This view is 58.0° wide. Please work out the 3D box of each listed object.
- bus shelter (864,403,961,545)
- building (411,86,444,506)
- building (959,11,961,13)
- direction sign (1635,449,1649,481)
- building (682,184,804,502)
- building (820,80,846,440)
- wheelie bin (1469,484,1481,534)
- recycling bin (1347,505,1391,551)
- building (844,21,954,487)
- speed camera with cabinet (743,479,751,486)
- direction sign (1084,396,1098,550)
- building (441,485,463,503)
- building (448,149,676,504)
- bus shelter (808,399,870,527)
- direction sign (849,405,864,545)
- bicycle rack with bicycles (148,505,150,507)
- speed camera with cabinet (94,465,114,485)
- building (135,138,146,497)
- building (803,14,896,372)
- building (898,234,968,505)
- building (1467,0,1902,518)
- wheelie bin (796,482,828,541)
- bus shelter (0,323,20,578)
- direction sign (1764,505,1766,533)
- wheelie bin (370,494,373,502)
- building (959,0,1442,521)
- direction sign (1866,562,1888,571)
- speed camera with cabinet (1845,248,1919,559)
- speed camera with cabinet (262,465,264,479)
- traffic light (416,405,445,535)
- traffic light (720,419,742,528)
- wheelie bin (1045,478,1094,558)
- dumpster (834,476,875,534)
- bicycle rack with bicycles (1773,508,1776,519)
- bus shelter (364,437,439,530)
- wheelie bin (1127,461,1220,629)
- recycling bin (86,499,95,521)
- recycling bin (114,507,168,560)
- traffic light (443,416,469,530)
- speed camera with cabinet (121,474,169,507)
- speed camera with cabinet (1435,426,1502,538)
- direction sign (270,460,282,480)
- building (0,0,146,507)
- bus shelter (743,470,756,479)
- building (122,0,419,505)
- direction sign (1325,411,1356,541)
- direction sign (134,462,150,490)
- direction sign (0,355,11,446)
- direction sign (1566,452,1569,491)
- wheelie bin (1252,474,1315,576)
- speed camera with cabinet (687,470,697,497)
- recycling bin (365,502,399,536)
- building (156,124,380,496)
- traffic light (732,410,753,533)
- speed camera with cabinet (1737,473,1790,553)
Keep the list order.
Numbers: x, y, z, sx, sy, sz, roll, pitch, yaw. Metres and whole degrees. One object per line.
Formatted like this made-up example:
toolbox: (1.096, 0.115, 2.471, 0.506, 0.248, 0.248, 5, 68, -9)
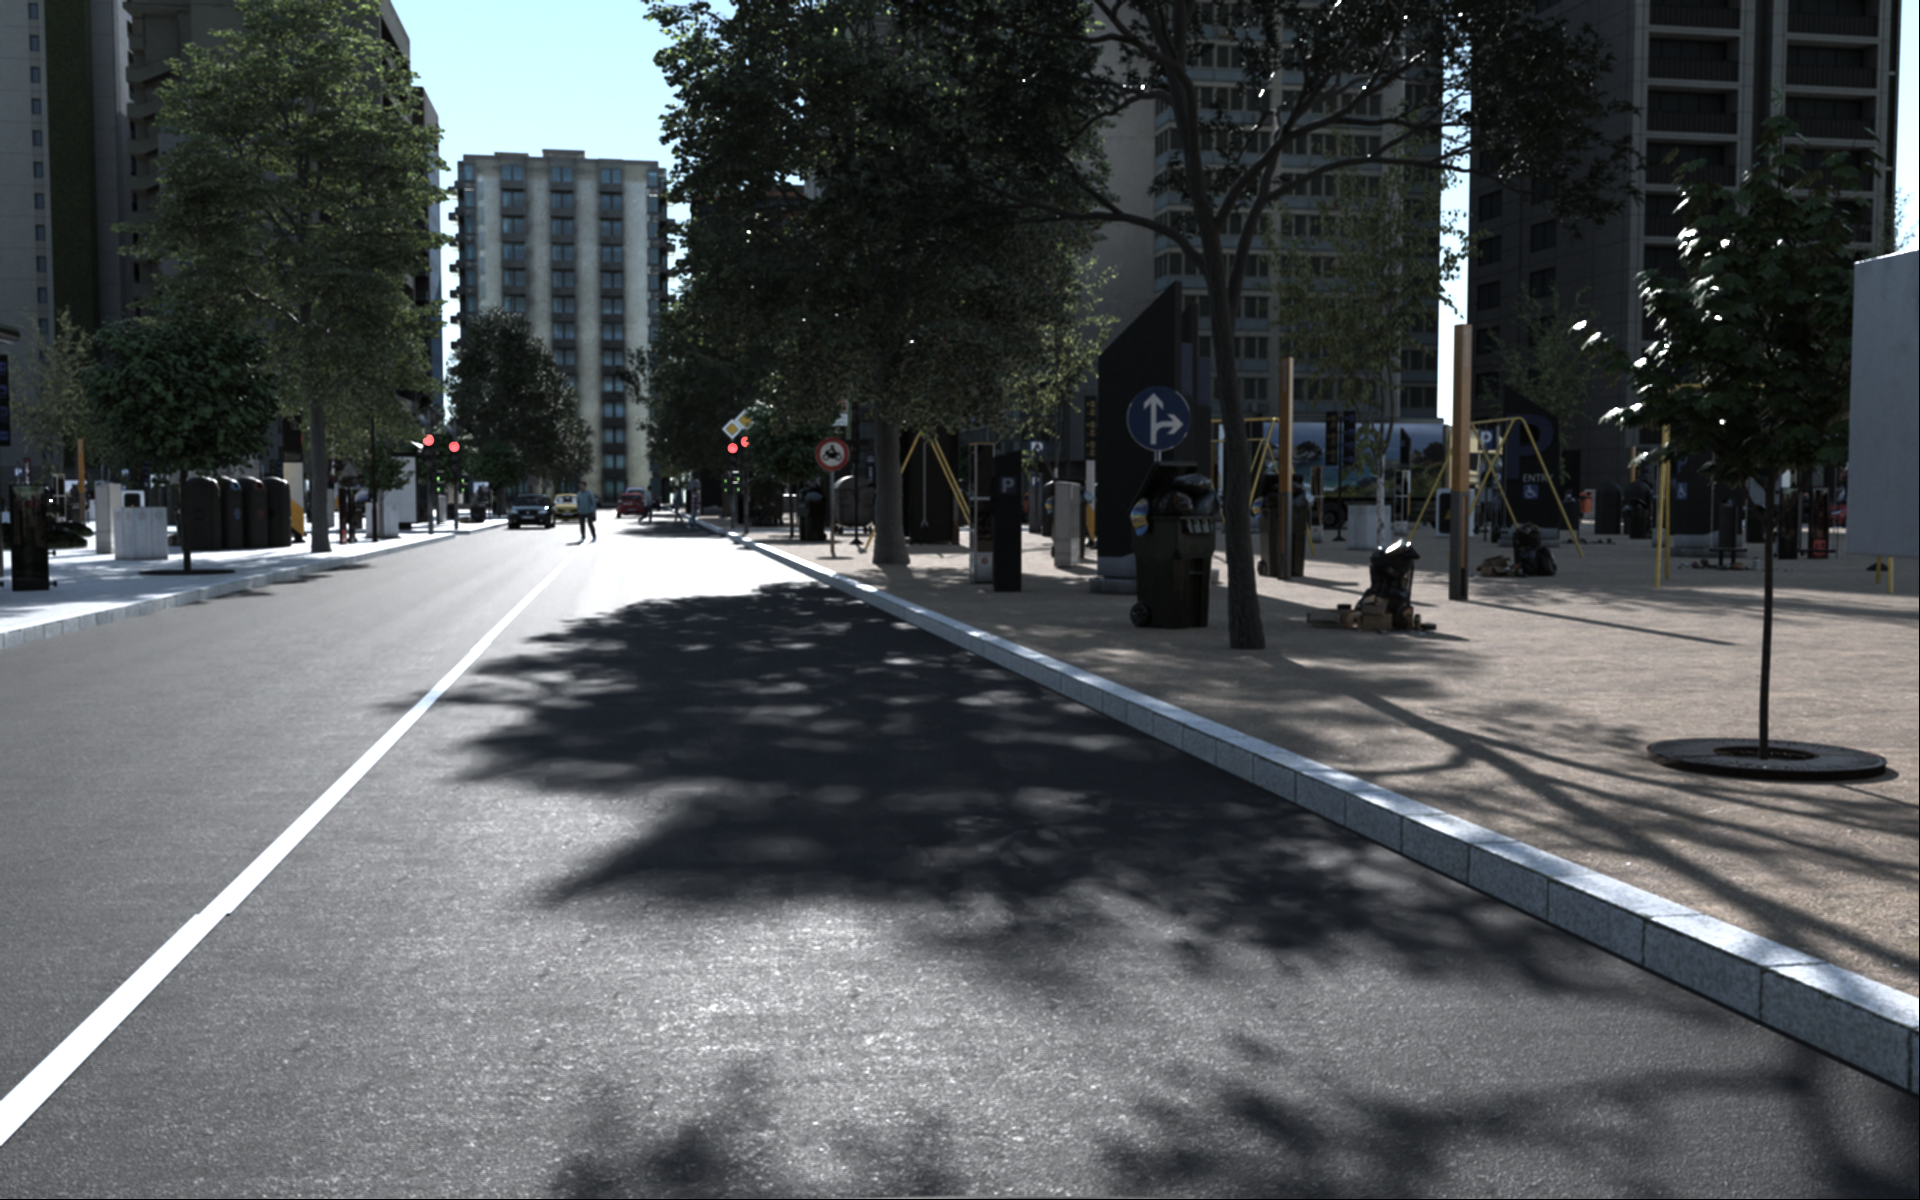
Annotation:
bus shelter: (-1.331, -3.390, 46.717, 1.731, 3.624, 6.357, -1, 4, -11)
building: (-63.761, -32.779, 186.040, 14.200, 45.320, 14.600, -1, 4, -11)
building: (4.055, -57.457, 252.094, 31.000, 86.520, 22.319, -1, 4, -11)
direction sign: (33.999, -5.773, 86.380, 0.876, 3.537, 0.379, -2, 4, -24)
building: (-25.545, -36.253, 247.363, 28.867, 44.769, 22.147, -1, 4, -11)
building: (-5.915, -31.737, 169.010, 14.600, 45.320, 14.200, -1, 4, -11)
wheelie bin: (16.434, -2.933, 55.856, 0.980, 1.594, 0.693, -3, 5, -40)
recycling bin: (9.368, -1.658, 39.663, 0.722, 1.027, 0.722, -1, 4, -23)
building: (-3.500, -28.816, 154.731, 14.154, 41.232, 14.086, -1, 4, -11)
speed camera with cabinet: (-12.582, -6.981, 108.475, 2.038, 3.252, 0.660, 1, 4, 10)
direction sign: (3.214, -2.943, 40.121, 0.876, 3.537, 0.379, -3, 4, -38)
building: (-84.676, -39.747, 239.107, 27.495, 52.752, 28.713, -1, 4, -11)
building: (-55.344, -38.147, 243.313, 30.456, 49.044, 23.786, -1, 4, -11)
bus shelter: (-5.306, -5.697, 70.777, 2.179, 5.291, 8.768, -1, 4, -11)
direction sign: (-2.643, -3.187, 44.100, 0.379, 3.537, 0.876, 0, 4, 6)
bicycle rack with bicycles: (-57.408, -6.773, 124.128, 2.852, 0.926, 2.925, -3, 5, -43)
speed camera with cabinet: (-64.105, -8.235, 128.971, 2.038, 3.252, 0.660, -1, 4, -23)
building: (-77.647, -30.575, 183.488, 14.086, 41.232, 14.154, -1, 4, -11)
building: (-2.472, -36.781, 190.600, 28.713, 52.752, 27.495, -1, 4, -11)
building: (9.677, -17.419, 129.847, 27.650, 21.520, 28.899, -1, 4, -11)
building: (43.534, -40.389, 98.605, 20.611, 71.187, 20.563, -1, 4, -11)
wheelie bin: (-4.051, -2.414, 47.373, 0.693, 1.594, 0.980, -3, 4, -38)
bus shelter: (-11.967, -2.414, 17.102, 2.179, 5.291, 8.768, -1, 4, -11)
direction sign: (26.455, -3.962, 56.773, 0.379, 3.537, 0.876, -1, 4, -17)
wheelie bin: (-24.716, -3.995, 73.219, 0.980, 1.594, 0.693, -2, 4, -24)
building: (13.225, -24.764, 96.775, 23.993, 40.220, 32.217, -1, 4, -11)
direction sign: (15.431, -2.262, 28.982, 0.379, 3.537, 0.876, 3, 4, 36)
speed camera with cabinet: (4.369, -0.733, 6.321, 2.038, 3.252, 0.660, 0, 4, -5)
speed camera with cabinet: (-47.668, -7.529, 117.434, 0.660, 3.252, 2.038, -3, 5, -40)
traffic light: (-16.753, -4.029, 54.792, 0.839, 4.253, 0.868, -1, 4, -11)
traffic light: (-8.490, -4.621, 64.481, 0.839, 4.253, 0.868, -1, 4, -11)
wheelie bin: (2.220, -1.643, 34.775, 0.980, 1.594, 0.693, 0, 4, -7)
dumpster: (-3.452, -3.083, 56.172, 1.264, 1.857, 1.865, -1, 4, -11)
bicycle rack with bicycles: (40.774, -4.329, 84.166, 2.925, 0.926, 2.852, -2, 4, -23)
bus shelter: (-20.729, -4.321, 64.568, 2.014, 3.302, 5.546, -1, 4, -11)
wheelie bin: (2.097, -0.540, 16.744, 0.980, 1.594, 0.693, -3, 5, -43)
recycling bin: (-41.036, -4.228, 81.686, 0.722, 1.027, 0.722, 0, 4, 8)
recycling bin: (-16.099, -1.314, 34.043, 0.722, 1.027, 0.722, 2, 4, 33)
traffic light: (-18.228, -4.509, 62.641, 0.839, 4.253, 0.868, -1, 4, -11)
speed camera with cabinet: (-36.119, -5.033, 76.631, 2.038, 3.252, 0.660, -3, 5, -40)
speed camera with cabinet: (14.937, -3.437, 50.533, 0.660, 3.252, 2.038, -3, 5, -45)
direction sign: (-45.107, -7.475, 114.216, 0.876, 3.537, 0.379, 1, 4, 15)
building: (-97.889, -38.754, 175.629, 28.212, 58.520, 21.231, -1, 4, -11)
bus shelter: (-13.774, -8.547, 117.376, 2.179, 5.291, 8.768, -1, 4, -11)
building: (-61.548, -32.555, 155.982, 21.300, 48.544, 21.600, -1, 4, -11)
direction sign: (10.393, -3.386, 47.364, 0.876, 3.537, 0.379, 3, 5, 40)
direction sign: (-52.797, -7.331, 111.860, 0.876, 3.537, 0.379, -2, 4, -32)
direction sign: (-15.802, -2.200, 27.975, 0.379, 3.537, 0.876, 3, 5, 42)
direction sign: (32.570, -6.172, 92.911, 0.379, 3.537, 0.876, 1, 4, 14)
wheelie bin: (5.089, -1.176, 27.128, 0.980, 1.594, 0.693, -1, 4, -9)
speed camera with cabinet: (-17.697, -7.614, 118.820, 2.038, 3.252, 0.660, -1, 4, -10)
recycling bin: (-17.577, -2.454, 52.670, 0.722, 1.027, 0.722, 3, 4, 38)
building: (-55.023, -22.483, 139.294, 14.160, 30.474, 14.107, -1, 4, -11)
traffic light: (-7.015, -4.141, 56.632, 0.839, 4.253, 0.868, -1, 4, -11)
speed camera with cabinet: (17.006, -2.665, 37.902, 2.038, 3.252, 0.660, 3, 5, 43)
